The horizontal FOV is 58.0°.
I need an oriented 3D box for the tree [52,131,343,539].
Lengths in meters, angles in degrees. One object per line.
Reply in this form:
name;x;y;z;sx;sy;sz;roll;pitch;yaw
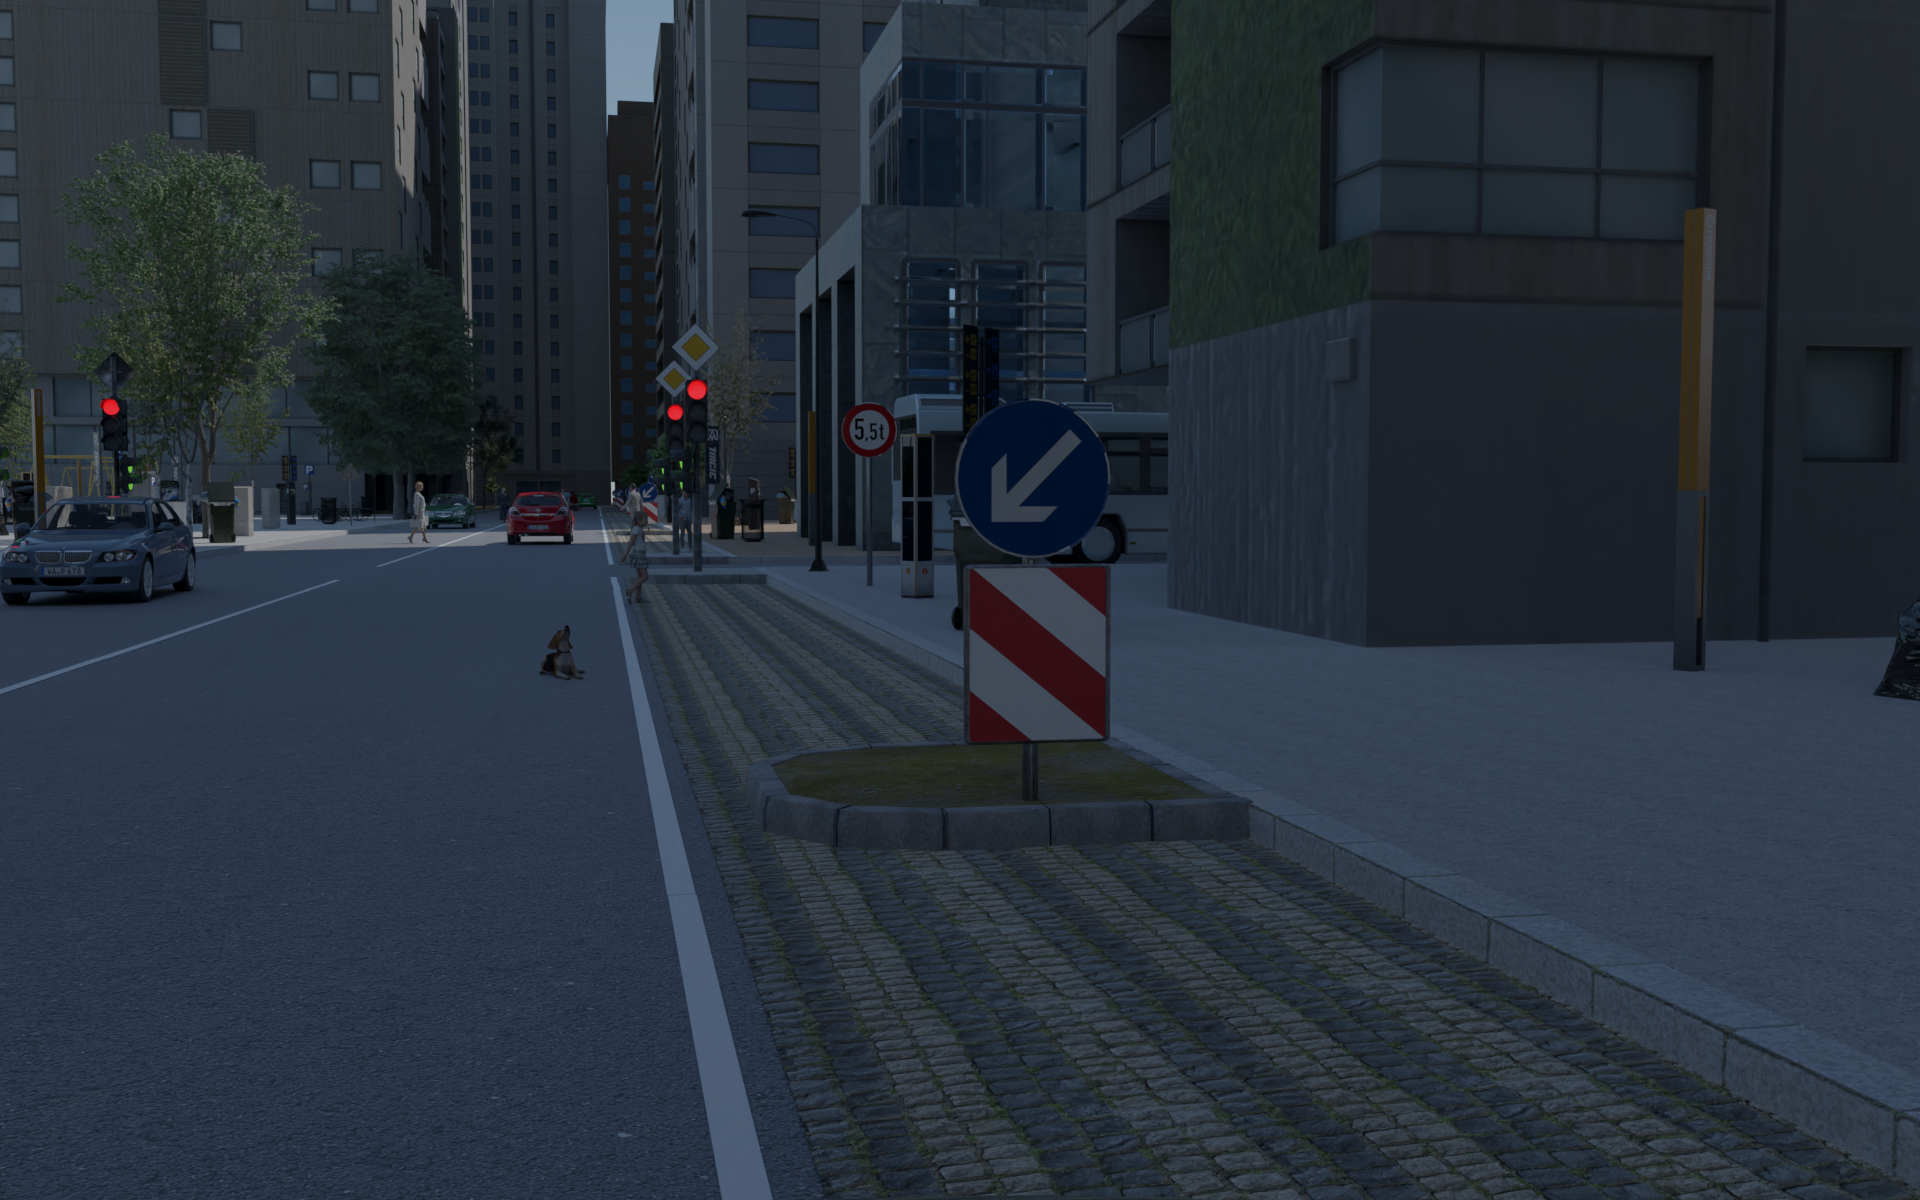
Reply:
tree;-21.688;-7.579;49.670;9.928;11.665;9.643;0;3;0

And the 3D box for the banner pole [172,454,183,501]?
banner pole;-43.644;-6.526;96.711;0.863;3.779;0.401;1;4;13

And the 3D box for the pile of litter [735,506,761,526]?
pile of litter;-8.921;-3.462;70.562;1.719;0.858;1.176;-1;4;-13

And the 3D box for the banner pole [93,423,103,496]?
banner pole;-30.308;-4.338;60.951;0.863;3.779;0.401;3;5;44

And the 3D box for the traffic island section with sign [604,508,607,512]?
traffic island section with sign;-26.883;-7.800;136.150;1.989;1.847;2.006;-1;4;-12

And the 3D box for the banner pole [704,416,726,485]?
banner pole;-7.813;-4.026;55.846;0.863;3.779;0.401;0;4;-1

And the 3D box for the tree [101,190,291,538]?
tree;-18.955;-5.628;42.380;4.737;8.622;4.395;0;3;0

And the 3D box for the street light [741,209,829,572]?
street light;-2.883;-3.424;28.528;1.470;5.913;1.316;-1;4;-12

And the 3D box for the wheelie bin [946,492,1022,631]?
wheelie bin;0.310;-0.514;16.304;0.980;1.594;0.693;2;4;29

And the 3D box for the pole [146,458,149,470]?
pole;-43.905;-6.109;93.725;0.158;3.312;0.155;0;3;0

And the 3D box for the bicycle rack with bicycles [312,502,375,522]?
bicycle rack with bicycles;-28.872;-4.143;81.125;2.925;0.926;2.852;-3;5;-43

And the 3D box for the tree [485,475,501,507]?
tree;-46.500;-10.855;172.085;1.663;3.219;1.824;0;3;0

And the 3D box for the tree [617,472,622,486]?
tree;-31.315;-11.251;167.668;4.285;4.588;4.351;0;3;0

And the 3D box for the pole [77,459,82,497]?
pole;-50.977;-6.510;100.288;0.158;3.312;0.155;0;3;0

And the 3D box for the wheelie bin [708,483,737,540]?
wheelie bin;-6.721;-2.519;49.096;0.693;1.594;0.980;-2;4;-31

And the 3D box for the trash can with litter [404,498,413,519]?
trash can with litter;-28.350;-4.704;88.295;0.624;1.170;1.055;1;4;8

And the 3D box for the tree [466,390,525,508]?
tree;-42.345;-13.484;154.869;8.767;10.594;7.601;3;5;44

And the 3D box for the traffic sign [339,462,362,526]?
traffic sign;-24.604;-4.276;69.917;0.884;2.594;0.081;0;4;-7

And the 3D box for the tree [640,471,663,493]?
tree;-24.876;-8.825;138.897;1.663;3.219;1.824;0;3;0

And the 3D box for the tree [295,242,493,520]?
tree;-28.189;-10.991;86.350;9.857;13.997;8.962;0;3;0

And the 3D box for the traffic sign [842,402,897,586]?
traffic sign;-1.259;-1.469;24.124;0.768;2.556;0.104;0;4;-2

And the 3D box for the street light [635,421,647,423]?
street light;-19.925;-8.405;109.964;1.470;5.913;1.316;-1;4;-12

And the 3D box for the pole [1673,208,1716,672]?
pole;5.306;-1.141;12.506;0.158;3.312;0.155;0;3;0

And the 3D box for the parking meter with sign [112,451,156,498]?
parking meter with sign;-27.317;-3.772;57.931;1.738;3.016;0.543;0;4;-2

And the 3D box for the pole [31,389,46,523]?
pole;-17.917;-2.438;33.703;0.158;3.312;0.155;0;3;0

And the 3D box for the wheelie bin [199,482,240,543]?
wheelie bin;-19.460;-2.300;45.520;0.980;1.594;0.693;-2;4;-30

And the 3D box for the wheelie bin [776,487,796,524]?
wheelie bin;-7.409;-4.019;73.620;0.693;1.594;0.980;1;4;13

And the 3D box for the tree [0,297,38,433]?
tree;-36.354;-6.977;64.429;4.360;8.622;3.978;0;3;0

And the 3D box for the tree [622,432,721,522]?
tree;-12.694;-5.855;79.436;4.285;4.588;4.351;0;3;0

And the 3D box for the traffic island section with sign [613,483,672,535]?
traffic island section with sign;-11.051;-3.187;60.729;1.989;1.847;2.006;-1;4;-12

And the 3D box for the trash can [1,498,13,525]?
trash can;-39.444;-3.689;71.967;0.748;1.137;0.748;0;3;0

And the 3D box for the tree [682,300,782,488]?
tree;-8.919;-7.103;66.494;4.360;8.622;3.978;0;3;0

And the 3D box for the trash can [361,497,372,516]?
trash can;-34.313;-5.413;100.154;0.748;1.137;0.748;0;3;0

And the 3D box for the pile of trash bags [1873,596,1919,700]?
pile of trash bags;7.632;-0.090;11.220;3.447;1.369;1.912;-2;4;-34

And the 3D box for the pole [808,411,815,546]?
pole;-3.655;-2.991;42.752;0.158;3.312;0.155;0;3;0

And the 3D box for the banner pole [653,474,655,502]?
banner pole;-17.486;-6.663;98.960;0.401;3.779;0.863;0;4;-5

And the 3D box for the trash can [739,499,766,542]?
trash can;-5.555;-2.125;46.396;0.748;1.137;0.748;0;3;0

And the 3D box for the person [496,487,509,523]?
person;-22.729;-4.721;86.116;0.576;1.772;0.534;-3;4;-38

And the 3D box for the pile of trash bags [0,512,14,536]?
pile of trash bags;-30.211;-2.673;53.464;1.912;1.369;3.447;1;4;21

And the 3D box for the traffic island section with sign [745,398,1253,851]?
traffic island section with sign;0.048;0.044;7.901;1.989;1.847;2.006;-1;4;-12

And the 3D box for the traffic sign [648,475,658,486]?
traffic sign;-18.407;-6.377;104.375;0.768;2.556;0.104;0;4;-3

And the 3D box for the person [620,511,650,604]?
person;-4.252;-0.561;22.683;0.382;1.210;0.505;0;4;-7

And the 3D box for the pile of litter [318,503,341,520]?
pile of litter;-31.535;-4.454;86.787;1.176;0.858;1.719;1;4;12

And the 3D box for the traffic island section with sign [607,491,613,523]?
traffic island section with sign;-16.656;-4.818;87.407;1.989;1.847;2.006;-1;4;-12

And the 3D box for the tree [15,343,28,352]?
tree;-44.436;-7.923;79.905;4.737;8.622;4.395;0;3;0

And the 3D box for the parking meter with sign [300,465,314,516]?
parking meter with sign;-39.318;-6.602;104.207;0.543;3.016;1.738;0;4;-7

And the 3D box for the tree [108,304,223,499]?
tree;-30.544;-7.075;66.031;4.360;8.622;3.978;0;3;0

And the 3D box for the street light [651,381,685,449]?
street light;-11.869;-6.030;71.139;1.470;5.913;1.316;-1;4;-12

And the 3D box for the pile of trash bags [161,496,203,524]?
pile of trash bags;-33.574;-3.928;73.981;1.912;1.369;3.447;1;4;12

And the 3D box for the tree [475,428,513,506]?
tree;-47.705;-13.907;177.737;4.737;8.622;4.395;0;3;0

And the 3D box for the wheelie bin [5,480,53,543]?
wheelie bin;-21.521;-1.966;40.051;0.980;1.594;0.693;-2;4;-26

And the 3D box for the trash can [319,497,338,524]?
trash can;-26.700;-3.770;73.289;0.748;1.137;0.748;0;3;0
